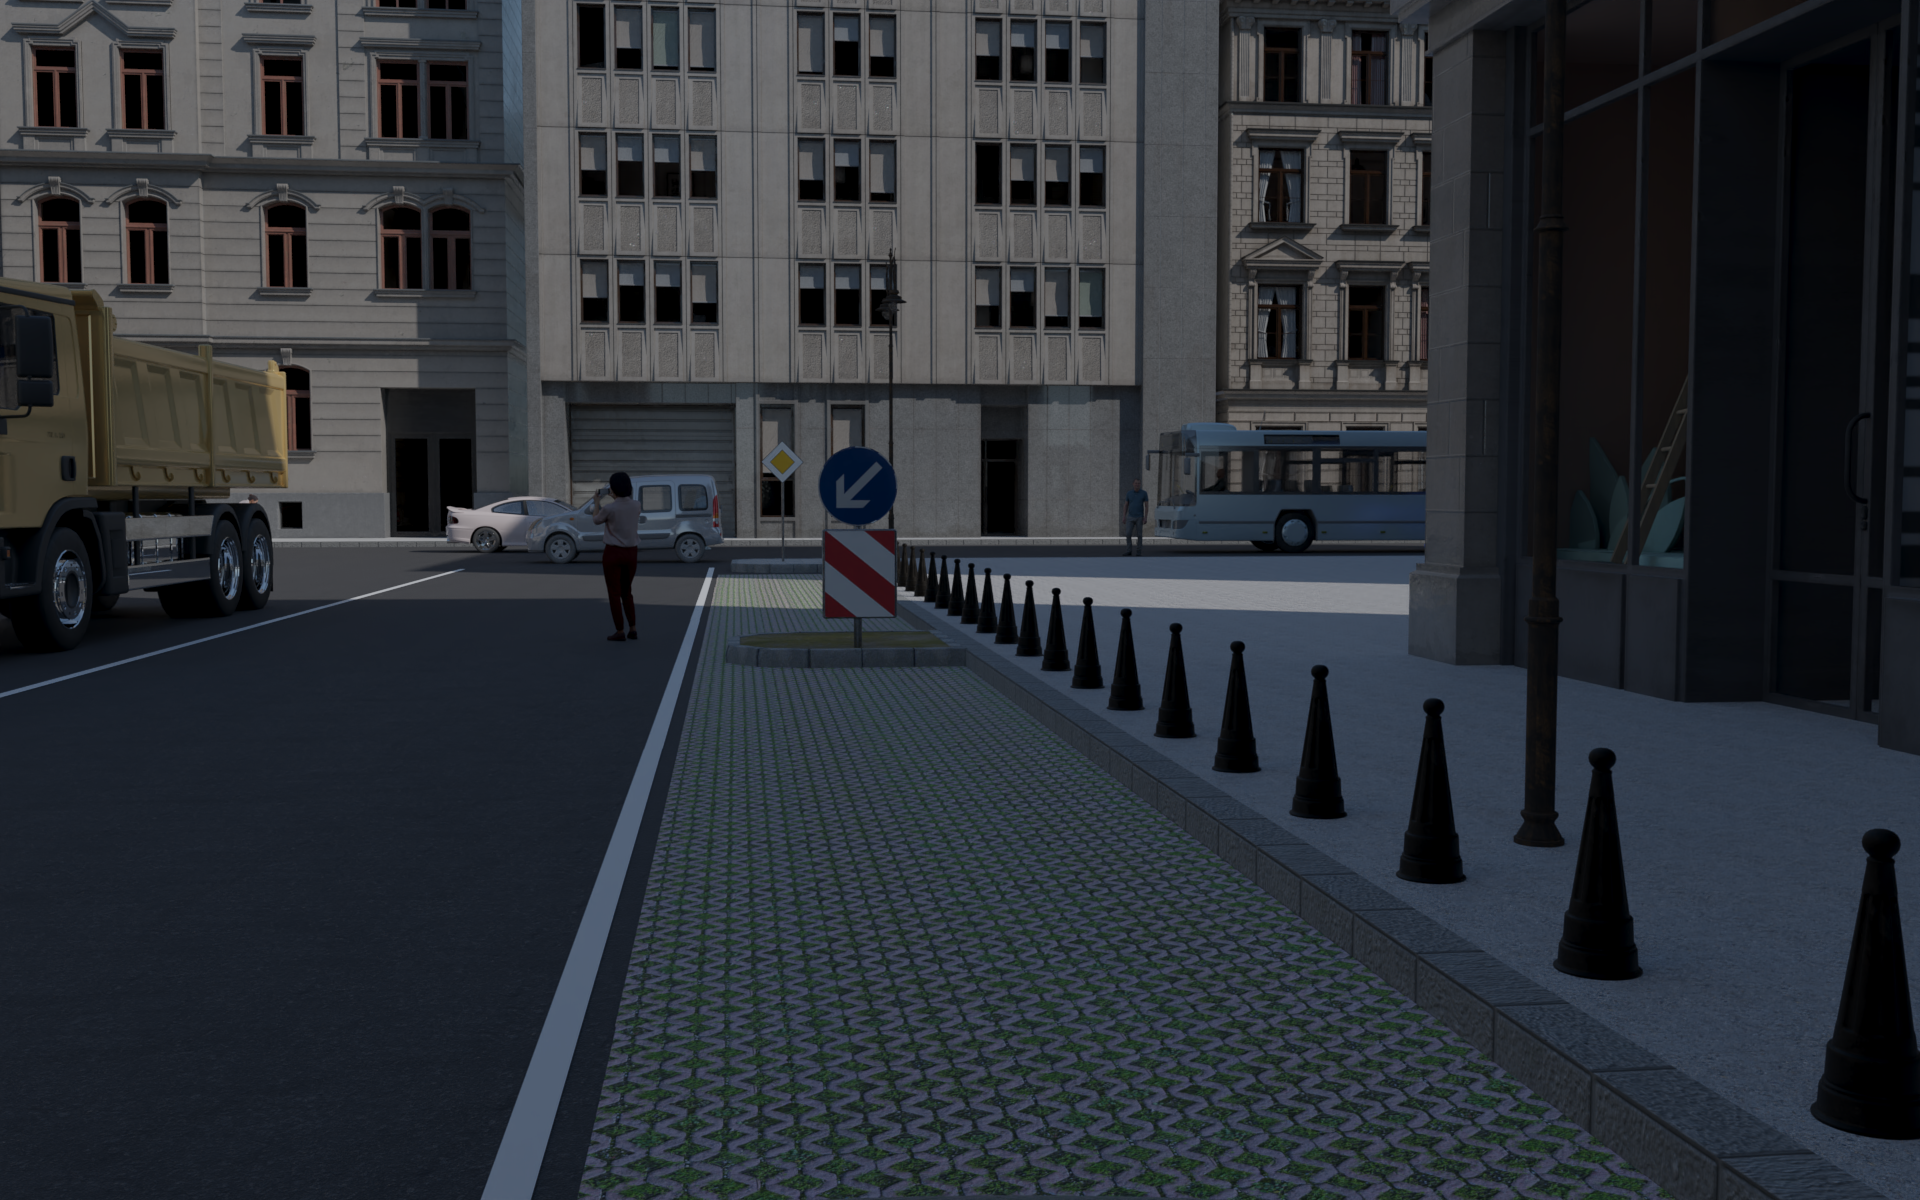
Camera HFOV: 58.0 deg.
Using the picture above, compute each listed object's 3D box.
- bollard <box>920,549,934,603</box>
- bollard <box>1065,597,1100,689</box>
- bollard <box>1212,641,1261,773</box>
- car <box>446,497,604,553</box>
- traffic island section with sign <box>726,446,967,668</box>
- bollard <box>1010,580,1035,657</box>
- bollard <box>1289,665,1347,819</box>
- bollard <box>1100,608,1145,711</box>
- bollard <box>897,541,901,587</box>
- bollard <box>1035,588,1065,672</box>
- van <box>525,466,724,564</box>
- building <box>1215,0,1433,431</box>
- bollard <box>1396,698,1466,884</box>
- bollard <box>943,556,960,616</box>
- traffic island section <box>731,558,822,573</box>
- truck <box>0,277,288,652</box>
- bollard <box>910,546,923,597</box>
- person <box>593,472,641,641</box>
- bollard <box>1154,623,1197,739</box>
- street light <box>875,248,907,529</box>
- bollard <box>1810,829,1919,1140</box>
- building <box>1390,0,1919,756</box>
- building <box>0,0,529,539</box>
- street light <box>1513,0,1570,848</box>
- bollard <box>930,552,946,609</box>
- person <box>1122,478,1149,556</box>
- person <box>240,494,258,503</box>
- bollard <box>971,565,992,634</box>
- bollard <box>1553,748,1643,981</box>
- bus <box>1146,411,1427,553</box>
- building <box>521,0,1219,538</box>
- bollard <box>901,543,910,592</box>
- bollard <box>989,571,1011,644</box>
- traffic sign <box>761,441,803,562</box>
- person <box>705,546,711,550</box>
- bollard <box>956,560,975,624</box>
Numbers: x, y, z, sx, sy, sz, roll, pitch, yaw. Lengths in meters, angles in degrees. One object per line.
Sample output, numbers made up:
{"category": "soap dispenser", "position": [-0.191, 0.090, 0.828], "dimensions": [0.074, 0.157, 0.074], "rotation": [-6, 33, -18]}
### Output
{"category": "bollard", "position": [-0.324, -0.276, 20.549], "dimensions": [0.229, 0.601, 0.229], "rotation": [0, 3, 0]}
{"category": "bollard", "position": [0.846, 0.279, 11.473], "dimensions": [0.229, 0.601, 0.229], "rotation": [0, 3, 0]}
{"category": "bollard", "position": [1.287, 0.489, 8.046], "dimensions": [0.229, 0.601, 0.229], "rotation": [0, 3, 0]}
{"category": "car", "position": [-10.284, -1.878, 43.072], "dimensions": [4.827, 1.381, 2.083], "rotation": [0, 4, -6]}
{"category": "traffic island section with sign", "position": [-1.045, -0.397, 15.121], "dimensions": [1.989, 1.847, 2.006], "rotation": [0, 4, -7]}
{"category": "bollard", "position": [0.551, 0.141, 13.739], "dimensions": [0.229, 0.601, 0.229], "rotation": [0, 3, 0]}
{"category": "bollard", "position": [1.435, 0.558, 6.920], "dimensions": [0.229, 0.601, 0.229], "rotation": [0, 3, 0]}
{"category": "bollard", "position": [0.990, 0.349, 10.332], "dimensions": [0.229, 0.601, 0.229], "rotation": [0, 3, 0]}
{"category": "bollard", "position": [-0.766, -0.484, 23.951], "dimensions": [0.229, 0.601, 0.229], "rotation": [0, 3, 0]}
{"category": "bollard", "position": [0.700, 0.210, 12.609], "dimensions": [0.229, 0.601, 0.229], "rotation": [0, 3, 0]}
{"category": "van", "position": [-7.052, -1.805, 36.522], "dimensions": [4.112, 2.044, 2.013], "rotation": [0, 4, -8]}
{"category": "building", "position": [16.401, -11.817, 57.838], "dimensions": [19.286, 19.102, 10.561], "rotation": [0, 4, -7]}
{"category": "bollard", "position": [1.578, 0.627, 5.784], "dimensions": [0.229, 0.601, 0.229], "rotation": [0, 3, 0]}
{"category": "bollard", "position": [-0.029, -0.136, 18.271], "dimensions": [0.229, 0.601, 0.229], "rotation": [0, 3, 0]}
{"category": "traffic island section", "position": [-3.342, -0.651, 32.926], "dimensions": [2.009, 0.180, 2.903], "rotation": [0, 4, -7]}
{"category": "truck", "position": [-9.557, -1.335, 17.746], "dimensions": [3.469, 3.379, 9.791], "rotation": [0, 4, -6]}
{"category": "bollard", "position": [-0.473, -0.345, 21.684], "dimensions": [0.229, 0.601, 0.229], "rotation": [0, 3, 0]}
{"category": "person", "position": [-3.369, -0.429, 16.977], "dimensions": [0.517, 1.644, 0.566], "rotation": [0, 4, 2]}
{"category": "bollard", "position": [1.142, 0.420, 9.173], "dimensions": [0.229, 0.601, 0.229], "rotation": [0, 3, 0]}
{"category": "street light", "position": [-1.304, -3.665, 32.708], "dimensions": [0.468, 5.910, 1.993], "rotation": [0, 4, -7]}
{"category": "bollard", "position": [1.870, 0.765, 3.532], "dimensions": [0.229, 0.601, 0.229], "rotation": [0, 3, 0]}
{"category": "building", "position": [8.153, -9.880, 12.450], "dimensions": [10.553, 20.767, 40.483], "rotation": [0, 4, -7]}
{"category": "building", "position": [-24.920, -16.347, 54.657], "dimensions": [23.554, 28.519, 14.401], "rotation": [0, 4, -7]}
{"category": "street light", "position": [2.130, -2.043, 6.192], "dimensions": [0.468, 5.910, 1.993], "rotation": [0, 4, -7]}
{"category": "bollard", "position": [-0.178, -0.206, 19.409], "dimensions": [0.229, 0.601, 0.229], "rotation": [0, 3, 0]}
{"category": "person", "position": [4.060, -1.932, 40.212], "dimensions": [0.598, 1.807, 0.434], "rotation": [2, 4, 32]}
{"category": "person", "position": [-16.364, -1.700, 39.480], "dimensions": [0.628, 1.438, 0.799], "rotation": [2, 4, 26]}
{"category": "bollard", "position": [0.257, 0.002, 16.015], "dimensions": [0.229, 0.601, 0.229], "rotation": [0, 3, 0]}
{"category": "bollard", "position": [1.721, 0.696, 4.658], "dimensions": [0.229, 0.601, 0.229], "rotation": [0, 3, 0]}
{"category": "bus", "position": [10.743, -2.958, 43.217], "dimensions": [13.247, 3.499, 2.948], "rotation": [0, 4, -6]}
{"category": "building", "position": [-3.073, -14.516, 55.358], "dimensions": [19.932, 24.808, 12.078], "rotation": [0, 4, -7]}
{"category": "bollard", "position": [-0.621, -0.415, 22.824], "dimensions": [0.229, 0.601, 0.229], "rotation": [0, 3, 0]}
{"category": "bollard", "position": [0.404, 0.072, 14.871], "dimensions": [0.229, 0.601, 0.229], "rotation": [0, 3, 0]}
{"category": "traffic sign", "position": [-3.364, -1.786, 32.846], "dimensions": [0.795, 2.450, 0.064], "rotation": [0, 4, -7]}
{"category": "person", "position": [-6.609, -2.105, 44.723], "dimensions": [0.589, 1.601, 0.330], "rotation": [2, 4, 28]}
{"category": "bollard", "position": [0.113, -0.067, 17.144], "dimensions": [0.229, 0.601, 0.229], "rotation": [0, 3, 0]}
